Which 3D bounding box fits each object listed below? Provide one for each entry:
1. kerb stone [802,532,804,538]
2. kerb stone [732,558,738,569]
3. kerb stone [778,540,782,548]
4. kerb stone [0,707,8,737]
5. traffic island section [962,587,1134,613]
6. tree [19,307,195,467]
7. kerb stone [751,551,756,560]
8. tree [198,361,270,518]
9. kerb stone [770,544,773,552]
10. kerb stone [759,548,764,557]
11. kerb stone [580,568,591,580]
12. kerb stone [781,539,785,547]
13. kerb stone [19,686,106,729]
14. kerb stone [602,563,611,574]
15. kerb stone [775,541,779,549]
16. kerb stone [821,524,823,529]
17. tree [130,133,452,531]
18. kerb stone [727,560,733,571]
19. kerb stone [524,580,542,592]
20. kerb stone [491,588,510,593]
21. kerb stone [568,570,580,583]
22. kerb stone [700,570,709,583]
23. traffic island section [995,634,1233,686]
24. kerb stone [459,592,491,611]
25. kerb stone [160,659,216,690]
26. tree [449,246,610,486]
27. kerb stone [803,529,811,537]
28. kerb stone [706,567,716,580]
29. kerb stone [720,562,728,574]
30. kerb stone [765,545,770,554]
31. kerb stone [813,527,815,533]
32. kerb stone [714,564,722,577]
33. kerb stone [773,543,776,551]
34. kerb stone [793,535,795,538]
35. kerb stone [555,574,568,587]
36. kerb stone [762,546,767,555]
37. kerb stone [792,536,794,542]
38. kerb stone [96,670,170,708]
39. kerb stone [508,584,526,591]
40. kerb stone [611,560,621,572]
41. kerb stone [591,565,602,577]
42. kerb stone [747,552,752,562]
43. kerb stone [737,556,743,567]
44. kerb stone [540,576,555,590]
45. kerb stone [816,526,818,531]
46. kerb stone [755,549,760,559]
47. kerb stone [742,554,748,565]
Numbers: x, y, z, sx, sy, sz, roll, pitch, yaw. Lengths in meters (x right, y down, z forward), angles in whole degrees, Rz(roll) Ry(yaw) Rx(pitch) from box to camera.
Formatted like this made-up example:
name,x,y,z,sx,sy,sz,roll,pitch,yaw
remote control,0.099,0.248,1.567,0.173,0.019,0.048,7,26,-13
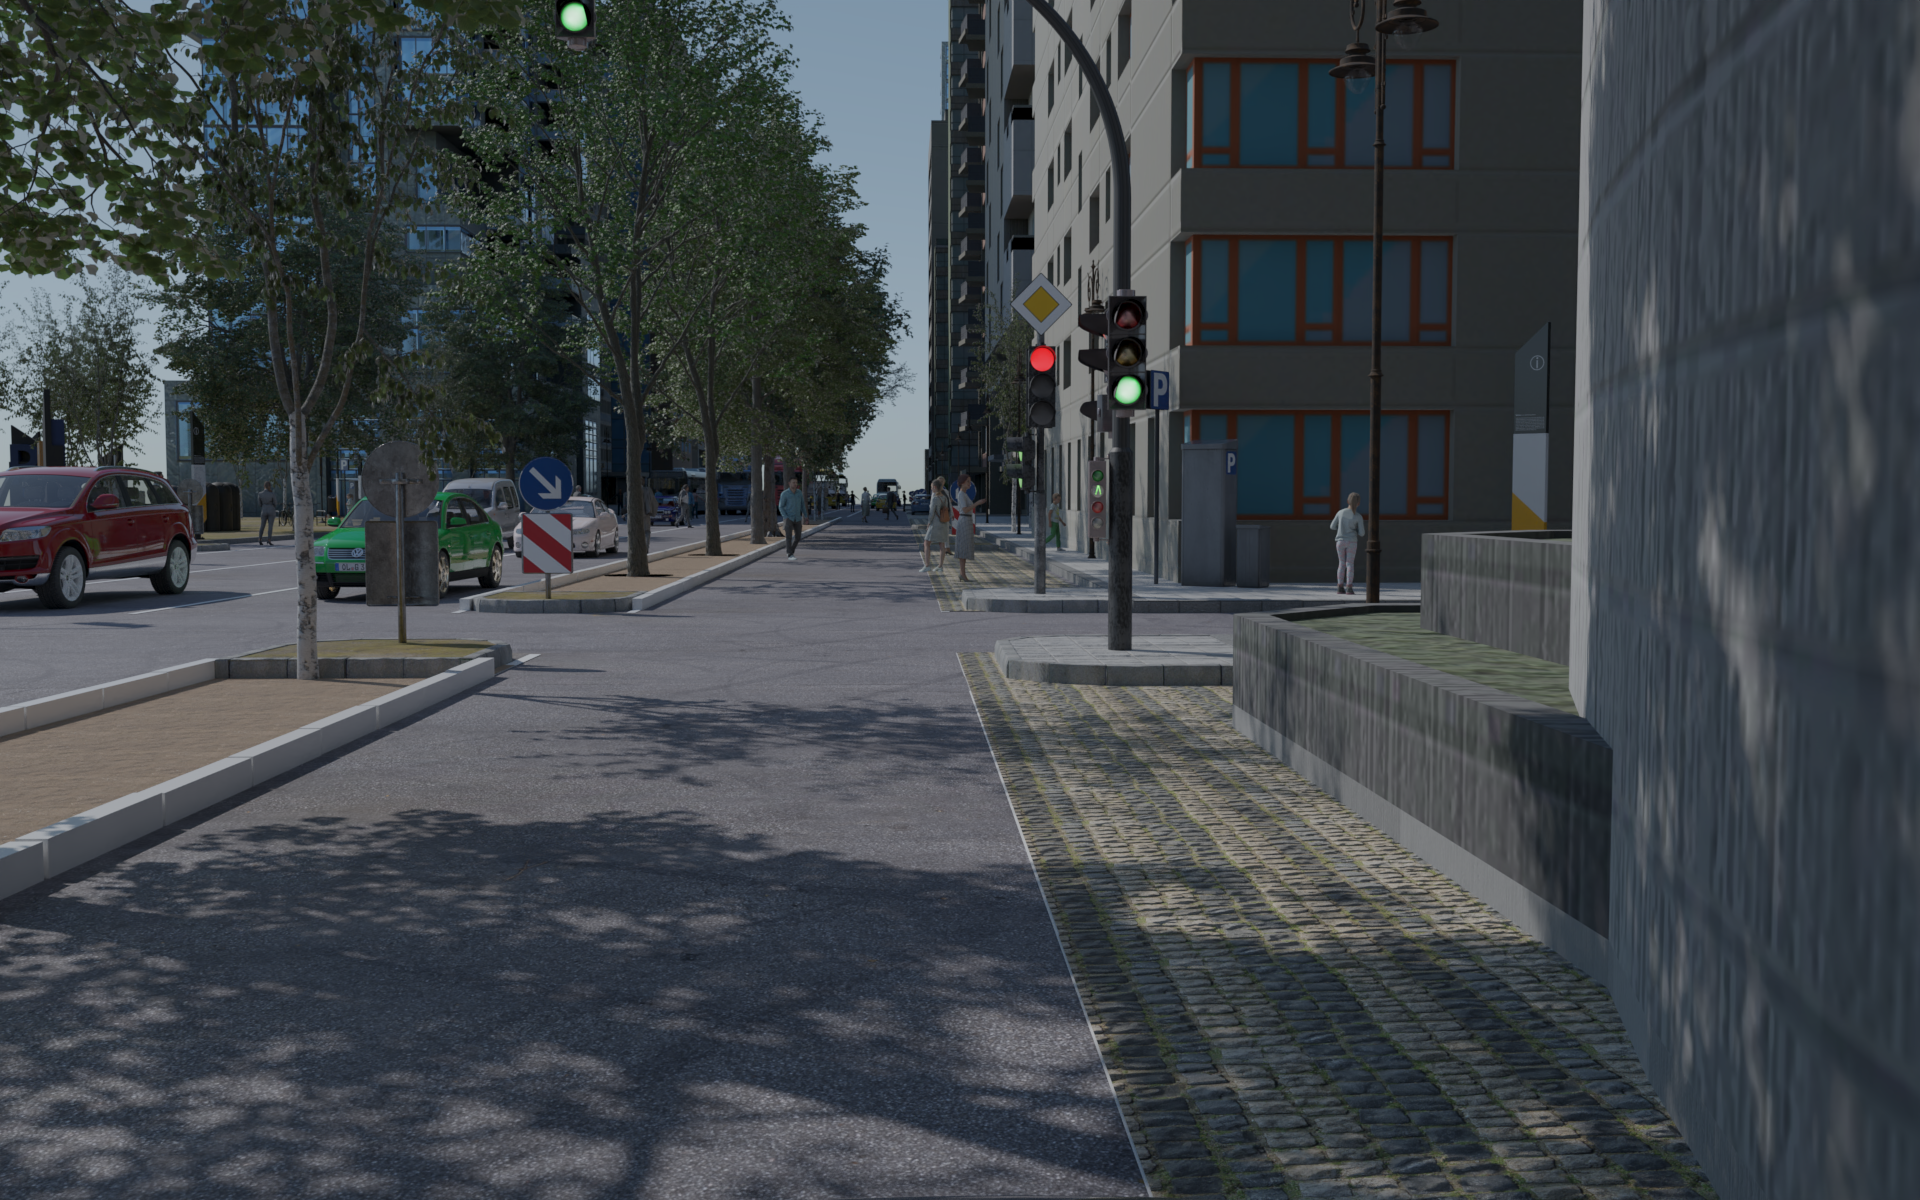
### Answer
name,x,y,z,sx,sy,sz,roll,pitch,yaw
kerb stone,-5.183,-2.045,55.641,0.120,0.150,1.000,0,4,-2
kerb stone,-4.391,-0.665,33.108,0.120,0.150,1.000,0,4,-2
kerb stone,-4.825,-1.410,45.412,0.120,0.150,1.000,0,4,-2
kerb stone,-5.682,0.750,9.938,0.120,0.150,1.000,0,4,-2
traffic island section,1.051,0.000,22.285,2.009,0.180,2.903,0,4,-2
tree,-33.143,-7.151,67.282,4.737,8.622,4.395,0,3,0
kerb stone,-4.536,-0.914,37.211,0.120,0.150,1.000,0,4,-2
tree,-38.101,-8.605,91.056,4.737,8.622,4.395,0,3,0
kerb stone,-4.723,-1.231,42.317,0.120,0.150,1.000,0,4,-2
kerb stone,-4.603,-1.043,39.254,0.120,0.150,1.000,0,4,-2
kerb stone,-6.349,-0.411,28.914,0.120,0.150,1.000,0,4,-2
kerb stone,-4.861,-1.482,46.432,0.120,0.150,1.000,0,4,-2
kerb stone,-5.715,0.688,10.959,0.120,0.150,1.000,0,4,-2
kerb stone,-6.421,-0.532,30.962,0.120,0.150,1.000,0,4,-2
kerb stone,-4.790,-1.353,44.374,0.120,0.150,1.000,0,4,-2
kerb stone,-5.652,-2.858,68.963,0.120,0.150,1.000,0,4,-2
tree,-23.019,-9.372,59.893,9.857,13.997,8.962,0,3,0
kerb stone,-4.360,-0.605,32.086,0.120,0.150,1.000,0,4,-2
kerb stone,-6.198,-0.160,24.819,0.120,0.150,1.000,0,4,-2
kerb stone,-6.129,-0.031,22.766,0.120,0.150,1.000,0,4,-2
kerb stone,-6.320,-0.348,27.892,0.120,0.150,1.000,0,4,-2
kerb stone,-4.213,-0.354,27.988,0.120,0.150,1.000,0,4,-2
traffic island section,1.332,0.488,14.305,2.009,0.180,2.903,0,4,-2
kerb stone,-6.095,0.032,21.743,0.120,0.150,1.000,0,4,-2
kerb stone,-5.797,0.562,13.010,0.120,0.150,1.000,0,4,-2
tree,-23.229,-11.189,89.600,9.857,13.997,8.962,0,3,0
kerb stone,-5.329,-2.297,59.745,0.120,0.150,1.000,0,4,-2
kerb stone,-4.247,-0.417,29.009,0.120,0.150,1.000,0,4,-2
kerb stone,-4.315,-0.542,31.061,0.120,0.150,1.000,0,4,-2
kerb stone,-4.683,-1.168,41.296,0.120,0.150,1.000,0,4,-2
kerb stone,-5.438,-2.485,62.821,0.120,0.150,1.000,0,4,-2
kerb stone,-4.285,-0.479,30.035,0.120,0.150,1.000,0,4,-2
kerb stone,-4.754,-1.291,43.352,0.120,0.150,1.000,0,4,-2
kerb stone,-5.046,-1.795,51.546,0.120,0.150,1.000,0,4,-2
kerb stone,-6.274,-0.285,26.861,0.120,0.150,1.000,0,4,-2
kerb stone,-4.648,-1.106,40.275,0.120,0.150,1.000,0,4,-2
kerb stone,-5.003,-1.733,50.524,0.120,0.150,1.000,0,4,-2
kerb stone,-5.755,0.627,11.987,0.120,0.150,1.000,0,4,-2
kerb stone,-6.168,-0.093,23.796,0.120,0.150,1.000,0,4,-2
kerb stone,-6.454,-0.598,31.984,0.120,0.150,1.000,0,4,-2
kerb stone,-6.387,-0.468,29.940,0.120,0.150,1.000,0,4,-2
kerb stone,-4.499,-0.856,36.189,0.120,0.150,1.000,0,4,-2
kerb stone,-4.423,-0.730,34.129,0.120,0.150,1.000,0,4,-2
kerb stone,-6.237,-0.223,25.840,0.120,0.150,1.000,0,4,-2
kerb stone,-5.511,-2.606,64.867,0.120,0.150,1.000,0,4,-2
kerb stone,-4.575,-0.981,38.232,0.120,0.150,1.000,0,4,-2
kerb stone,-4.459,-0.793,35.158,0.120,0.150,1.000,0,4,-2
